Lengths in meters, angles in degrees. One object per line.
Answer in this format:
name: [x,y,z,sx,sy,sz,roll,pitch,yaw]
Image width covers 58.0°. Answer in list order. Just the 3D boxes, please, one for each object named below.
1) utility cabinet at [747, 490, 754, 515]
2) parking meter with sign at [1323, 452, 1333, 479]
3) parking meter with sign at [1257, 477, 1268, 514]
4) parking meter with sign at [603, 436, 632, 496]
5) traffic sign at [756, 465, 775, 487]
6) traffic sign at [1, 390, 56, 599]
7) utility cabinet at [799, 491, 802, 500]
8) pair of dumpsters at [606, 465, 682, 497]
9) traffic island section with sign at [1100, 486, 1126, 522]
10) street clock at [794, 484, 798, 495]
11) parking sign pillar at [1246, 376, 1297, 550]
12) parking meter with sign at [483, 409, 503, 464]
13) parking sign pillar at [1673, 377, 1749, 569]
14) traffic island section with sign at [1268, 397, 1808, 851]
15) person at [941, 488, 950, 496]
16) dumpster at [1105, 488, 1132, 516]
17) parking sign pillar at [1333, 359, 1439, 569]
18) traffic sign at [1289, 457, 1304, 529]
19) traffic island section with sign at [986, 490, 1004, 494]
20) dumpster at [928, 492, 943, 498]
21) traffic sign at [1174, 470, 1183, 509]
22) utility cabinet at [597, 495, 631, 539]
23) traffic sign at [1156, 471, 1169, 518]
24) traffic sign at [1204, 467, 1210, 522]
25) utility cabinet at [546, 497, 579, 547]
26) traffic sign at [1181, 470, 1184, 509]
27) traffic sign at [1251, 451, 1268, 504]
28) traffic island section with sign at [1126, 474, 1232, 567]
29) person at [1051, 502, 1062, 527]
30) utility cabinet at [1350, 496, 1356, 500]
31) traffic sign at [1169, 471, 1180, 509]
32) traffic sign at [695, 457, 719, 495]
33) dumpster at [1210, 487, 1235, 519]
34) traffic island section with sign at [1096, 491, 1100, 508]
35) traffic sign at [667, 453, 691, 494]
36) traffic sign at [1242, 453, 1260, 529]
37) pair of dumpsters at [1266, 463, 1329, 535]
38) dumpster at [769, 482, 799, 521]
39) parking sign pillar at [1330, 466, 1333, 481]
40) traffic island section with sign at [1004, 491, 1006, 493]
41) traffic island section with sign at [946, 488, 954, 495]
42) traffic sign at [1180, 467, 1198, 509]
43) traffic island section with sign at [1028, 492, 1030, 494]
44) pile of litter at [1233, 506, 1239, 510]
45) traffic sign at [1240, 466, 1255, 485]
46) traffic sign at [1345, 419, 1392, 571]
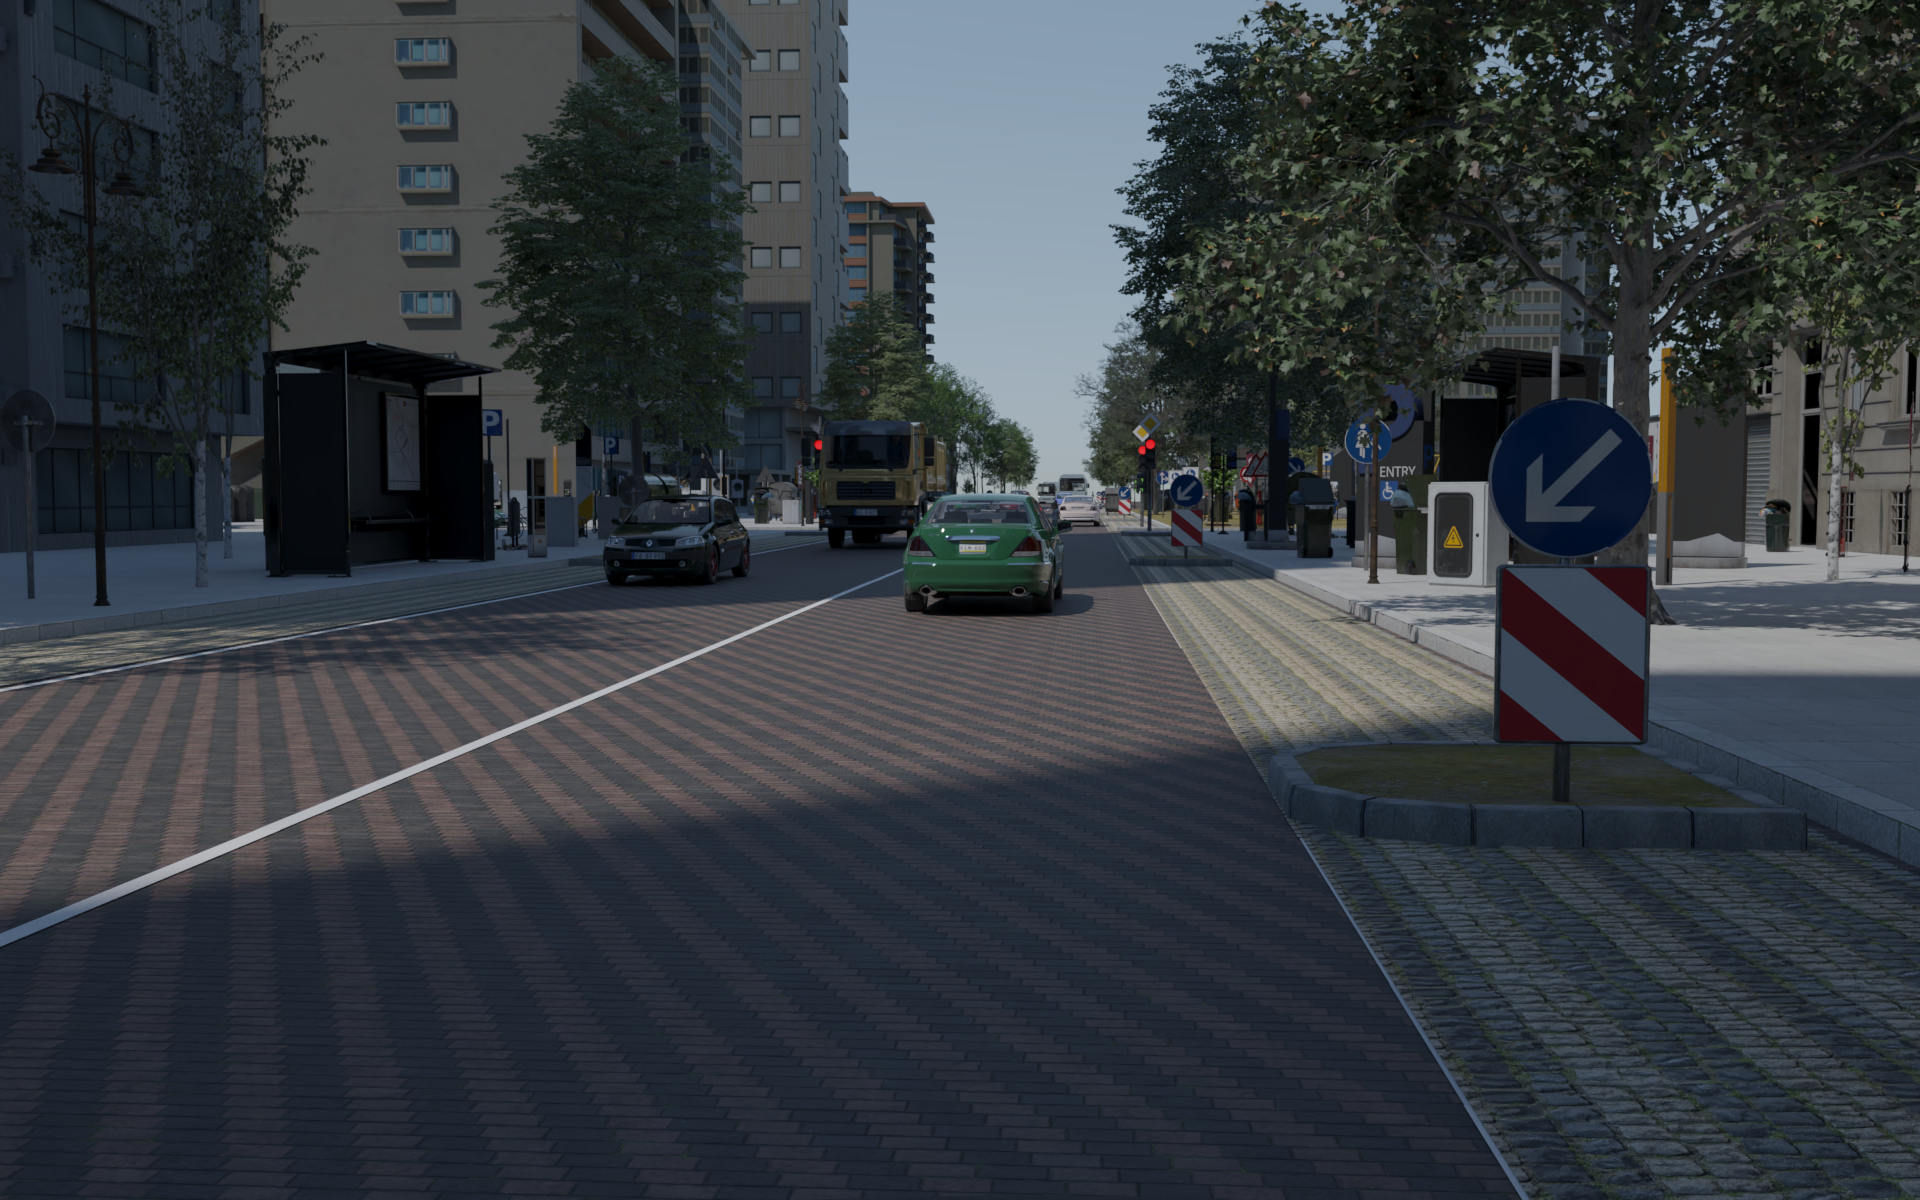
utility cabinet: [-11.979,-5.741,102.549,1.173,1.500,0.318,0,4,6]
parking meter with sign: [15.049,-4.627,71.912,0.543,3.016,1.738,1,4,22]
parking meter with sign: [19.608,-6.971,110.231,1.738,3.016,0.543,-2,4,-26]
parking meter with sign: [-10.102,-3.470,52.997,0.543,3.016,1.738,2,4,30]
traffic sign: [-8.701,-4.736,77.435,0.884,2.594,0.081,1,4,8]
traffic sign: [-11.383,-1.287,21.151,0.768,2.556,0.104,1,4,12]
utility cabinet: [-11.623,-7.250,127.213,0.318,1.500,1.173,0,4,-4]
pair of dumpsters: [-10.304,-3.302,56.483,1.574,2.255,4.437,0,4,4]
traffic island section with sign: [8.457,-5.001,90.393,1.989,1.847,2.006,0,4,4]
street clock: [-11.407,-7.083,120.371,0.358,2.002,0.471,-1,4,-15]
parking sign pillar: [7.405,-3.169,40.290,1.447,3.967,1.447,1,4,11]
parking meter with sign: [-10.079,-2.452,36.358,0.543,3.016,1.738,-2,4,-29]
parking sign pillar: [13.033,-2.556,30.267,1.447,3.967,1.447,2,4,32]
traffic island section with sign: [2.465,0.043,7.923,1.989,1.847,2.006,0,4,4]
person: [-0.797,-5.606,100.175,0.660,1.820,0.620,0,4,5]
dumpster: [10.485,-6.516,114.760,1.865,1.857,1.264,0,4,5]
parking sign pillar: [7.591,-2.553,30.217,1.447,3.967,1.447,3,5,44]
traffic sign: [11.429,-3.621,59.308,0.768,2.556,0.104,1,4,10]
traffic island section with sign: [2.935,-9.749,168.017,1.989,1.847,2.006,0,4,4]
dumpster: [-1.784,-7.866,134.362,1.264,1.857,1.865,0,4,4]
traffic sign: [11.398,-5.550,90.841,0.768,2.556,0.104,0,4,7]
utility cabinet: [-9.758,-2.325,49.182,1.020,1.237,0.306,1,4,12]
traffic sign: [11.041,-5.750,94.122,0.768,2.556,0.104,0,4,7]
traffic sign: [11.612,-4.935,80.801,0.768,2.556,0.104,1,4,13]
utility cabinet: [-9.836,-1.901,42.246,1.020,1.237,0.306,1,4,13]
traffic sign: [11.813,-5.607,91.776,0.768,2.556,0.104,1,4,11]
traffic sign: [9.326,-3.238,52.941,0.884,2.594,0.081,0,4,5]
traffic island section with sign: [4.421,-1.610,34.948,1.989,1.847,2.006,0,4,4]
person: [2.723,-2.135,48.423,0.382,1.210,0.505,-2,4,-26]
utility cabinet: [31.619,-7.869,139.822,1.020,1.237,0.306,2,4,35]
traffic sign: [9.476,-4.530,76.199,0.606,2.300,0.079,1,4,8]
traffic sign: [-8.731,-3.654,59.753,0.884,2.594,0.081,1,4,13]
dumpster: [13.348,-5.055,88.410,1.264,1.857,1.865,0,4,4]
traffic island section with sign: [10.409,-6.645,117.277,1.989,1.847,2.006,0,4,4]
traffic sign: [-8.436,-3.167,51.892,0.768,2.556,0.104,1,4,12]
traffic sign: [9.312,-3.336,54.550,0.884,2.594,0.081,0,4,8]
pair of dumpsters: [10.864,-3.263,55.851,1.574,2.255,4.437,0,4,4]
dumpster: [-8.494,-4.725,83.007,1.264,1.857,1.865,0,4,4]
parking sign pillar: [20.062,-6.260,90.823,1.447,3.967,1.447,3,5,43]
traffic island section with sign: [4.891,-11.393,194.901,1.989,1.847,2.006,0,4,4]
traffic island section with sign: [-0.707,-6.670,117.674,1.989,1.847,2.006,0,4,4]
traffic sign: [8.852,-3.934,66.453,0.606,2.300,0.079,1,4,13]
traffic island section with sign: [10.888,-16.437,277.373,1.989,1.847,2.006,0,4,4]
pile of litter: [21.845,-7.527,137.034,1.176,0.858,1.719,0,4,8]
traffic sign: [13.002,-4.776,78.186,0.768,2.556,0.104,0,4,8]
traffic sign: [6.806,-1.764,28.944,0.768,2.556,0.104,1,4,9]
